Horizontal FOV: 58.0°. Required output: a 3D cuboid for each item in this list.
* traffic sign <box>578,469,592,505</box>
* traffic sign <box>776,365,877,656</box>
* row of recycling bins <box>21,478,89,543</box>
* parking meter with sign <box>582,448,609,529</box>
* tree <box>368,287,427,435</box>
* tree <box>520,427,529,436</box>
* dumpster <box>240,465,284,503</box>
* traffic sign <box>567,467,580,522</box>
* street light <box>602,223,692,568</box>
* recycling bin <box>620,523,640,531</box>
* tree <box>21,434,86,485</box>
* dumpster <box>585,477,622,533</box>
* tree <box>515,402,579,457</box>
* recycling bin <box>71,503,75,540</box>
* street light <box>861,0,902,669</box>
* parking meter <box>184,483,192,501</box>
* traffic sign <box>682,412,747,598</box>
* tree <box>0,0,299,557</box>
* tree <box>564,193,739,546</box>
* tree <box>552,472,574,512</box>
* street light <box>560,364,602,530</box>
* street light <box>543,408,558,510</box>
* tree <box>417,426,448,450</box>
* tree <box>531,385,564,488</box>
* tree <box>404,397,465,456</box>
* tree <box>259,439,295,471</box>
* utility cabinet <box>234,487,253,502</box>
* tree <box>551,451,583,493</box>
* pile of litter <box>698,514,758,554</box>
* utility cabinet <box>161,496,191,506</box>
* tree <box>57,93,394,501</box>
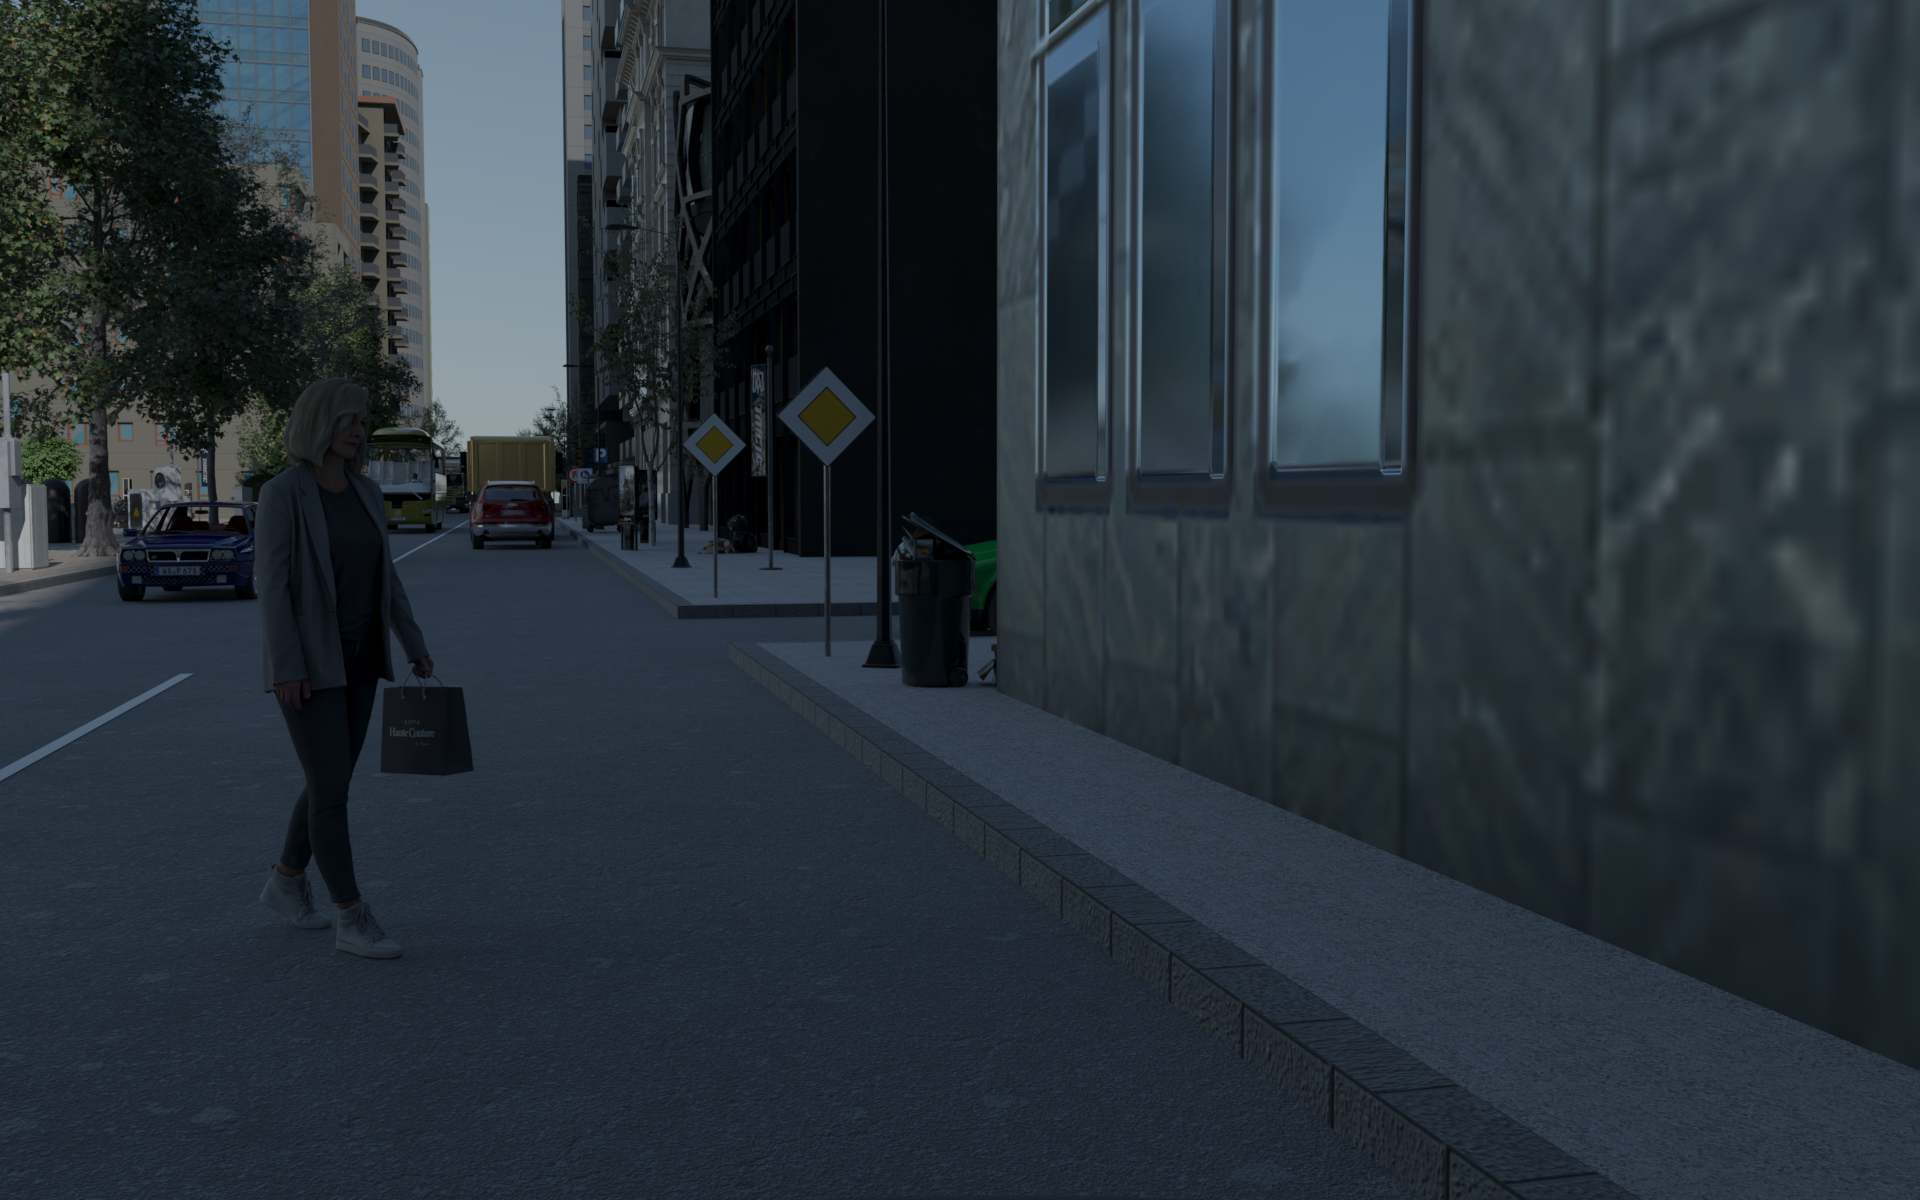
[{"bbox_3d":[-15.030,-4.118,69.454,0.606,2.300,0.079,-1,4,-8],"label":"traffic sign"},{"bbox_3d":[-1.048,-0.611,13.635,0.795,2.450,0.064,-1,4,-14],"label":"traffic sign"},{"bbox_3d":[-24.184,-2.348,45.502,3.534,1.692,1.069,0,4,1],"label":"row of recycling bins"},{"bbox_3d":[-13.634,-4.180,64.602,0.543,3.016,1.738,0,4,7],"label":"parking meter with sign"},{"bbox_3d":[-30.965,-10.261,84.778,9.611,12.733,9.660,0,3,0],"label":"tree"},{"bbox_3d":[-35.810,-12.226,150.263,4.360,8.622,3.978,0,3,0],"label":"tree"},{"bbox_3d":[-23.231,-3.401,58.092,1.502,2.255,1.985,-1,4,-14],"label":"dumpster"},{"bbox_3d":[-17.889,-4.924,80.612,0.768,2.556,0.104,0,4,-8],"label":"traffic sign"},{"bbox_3d":[-5.393,-3.511,29.945,1.470,5.913,1.316,-1,4,-14],"label":"street light"},{"bbox_3d":[-11.293,-2.897,59.919,0.722,1.027,0.722,3,4,38],"label":"recycling bin"},{"bbox_3d":[-42.763,-5.952,81.024,4.285,4.588,4.351,0,3,0],"label":"tree"},{"bbox_3d":[-11.880,-3.198,58.050,1.264,1.857,1.865,-1,4,-14],"label":"dumpster"},{"bbox_3d":[-41.647,-14.704,174.826,8.767,10.594,7.601,-1,4,-21],"label":"tree"},{"bbox_3d":[-25.820,-2.357,51.083,0.722,1.027,0.722,3,5,41],"label":"recycling bin"},{"bbox_3d":[-1.089,-2.449,12.586,1.470,5.913,1.316,-1,4,-14],"label":"street light"},{"bbox_3d":[-39.138,-5.025,87.867,0.255,1.863,0.399,0,4,-4],"label":"parking meter"},{"bbox_3d":[-3.026,-1.084,21.372,0.795,2.450,0.064,-1,4,-14],"label":"traffic sign"},{"bbox_3d":[-17.659,-7.245,35.471,9.611,12.733,9.660,0,3,0],"label":"tree"},{"bbox_3d":[-7.550,-5.630,42.407,4.360,8.622,3.978,0,3,0],"label":"tree"},{"bbox_3d":[-28.973,-8.009,125.548,1.663,3.219,1.824,0,3,0],"label":"tree"},{"bbox_3d":[-13.481,-5.476,62.075,1.470,5.913,1.316,-1,4,-14],"label":"street light"},{"bbox_3d":[-21.719,-7.437,94.131,1.470,5.913,1.316,-1,4,-14],"label":"street light"},{"bbox_3d":[-54.564,-13.896,177.563,4.360,8.622,3.978,0,3,0],"label":"tree"},{"bbox_3d":[-25.239,-9.879,111.883,4.360,8.622,3.978,0,3,0],"label":"tree"},{"bbox_3d":[-50.481,-14.099,164.931,7.601,10.594,8.767,-1,4,-11],"label":"tree"},{"bbox_3d":[-23.949,-4.048,60.785,1.663,3.219,1.824,0,3,0],"label":"tree"},{"bbox_3d":[-21.572,-2.661,52.187,0.318,1.500,1.173,-2,4,-34],"label":"utility cabinet"},{"bbox_3d":[-29.829,-8.920,129.554,4.285,4.588,4.351,0,3,0],"label":"tree"},{"bbox_3d":[-5.072,-1.448,37.640,1.176,0.858,1.719,3,4,39],"label":"pile of litter"},{"bbox_3d":[-28.496,-3.167,62.934,1.020,1.237,0.306,-3,5,-42],"label":"utility cabinet"},{"bbox_3d":[-21.903,-8.547,50.113,12.009,13.543,11.850,0,3,0],"label":"tree"}]
